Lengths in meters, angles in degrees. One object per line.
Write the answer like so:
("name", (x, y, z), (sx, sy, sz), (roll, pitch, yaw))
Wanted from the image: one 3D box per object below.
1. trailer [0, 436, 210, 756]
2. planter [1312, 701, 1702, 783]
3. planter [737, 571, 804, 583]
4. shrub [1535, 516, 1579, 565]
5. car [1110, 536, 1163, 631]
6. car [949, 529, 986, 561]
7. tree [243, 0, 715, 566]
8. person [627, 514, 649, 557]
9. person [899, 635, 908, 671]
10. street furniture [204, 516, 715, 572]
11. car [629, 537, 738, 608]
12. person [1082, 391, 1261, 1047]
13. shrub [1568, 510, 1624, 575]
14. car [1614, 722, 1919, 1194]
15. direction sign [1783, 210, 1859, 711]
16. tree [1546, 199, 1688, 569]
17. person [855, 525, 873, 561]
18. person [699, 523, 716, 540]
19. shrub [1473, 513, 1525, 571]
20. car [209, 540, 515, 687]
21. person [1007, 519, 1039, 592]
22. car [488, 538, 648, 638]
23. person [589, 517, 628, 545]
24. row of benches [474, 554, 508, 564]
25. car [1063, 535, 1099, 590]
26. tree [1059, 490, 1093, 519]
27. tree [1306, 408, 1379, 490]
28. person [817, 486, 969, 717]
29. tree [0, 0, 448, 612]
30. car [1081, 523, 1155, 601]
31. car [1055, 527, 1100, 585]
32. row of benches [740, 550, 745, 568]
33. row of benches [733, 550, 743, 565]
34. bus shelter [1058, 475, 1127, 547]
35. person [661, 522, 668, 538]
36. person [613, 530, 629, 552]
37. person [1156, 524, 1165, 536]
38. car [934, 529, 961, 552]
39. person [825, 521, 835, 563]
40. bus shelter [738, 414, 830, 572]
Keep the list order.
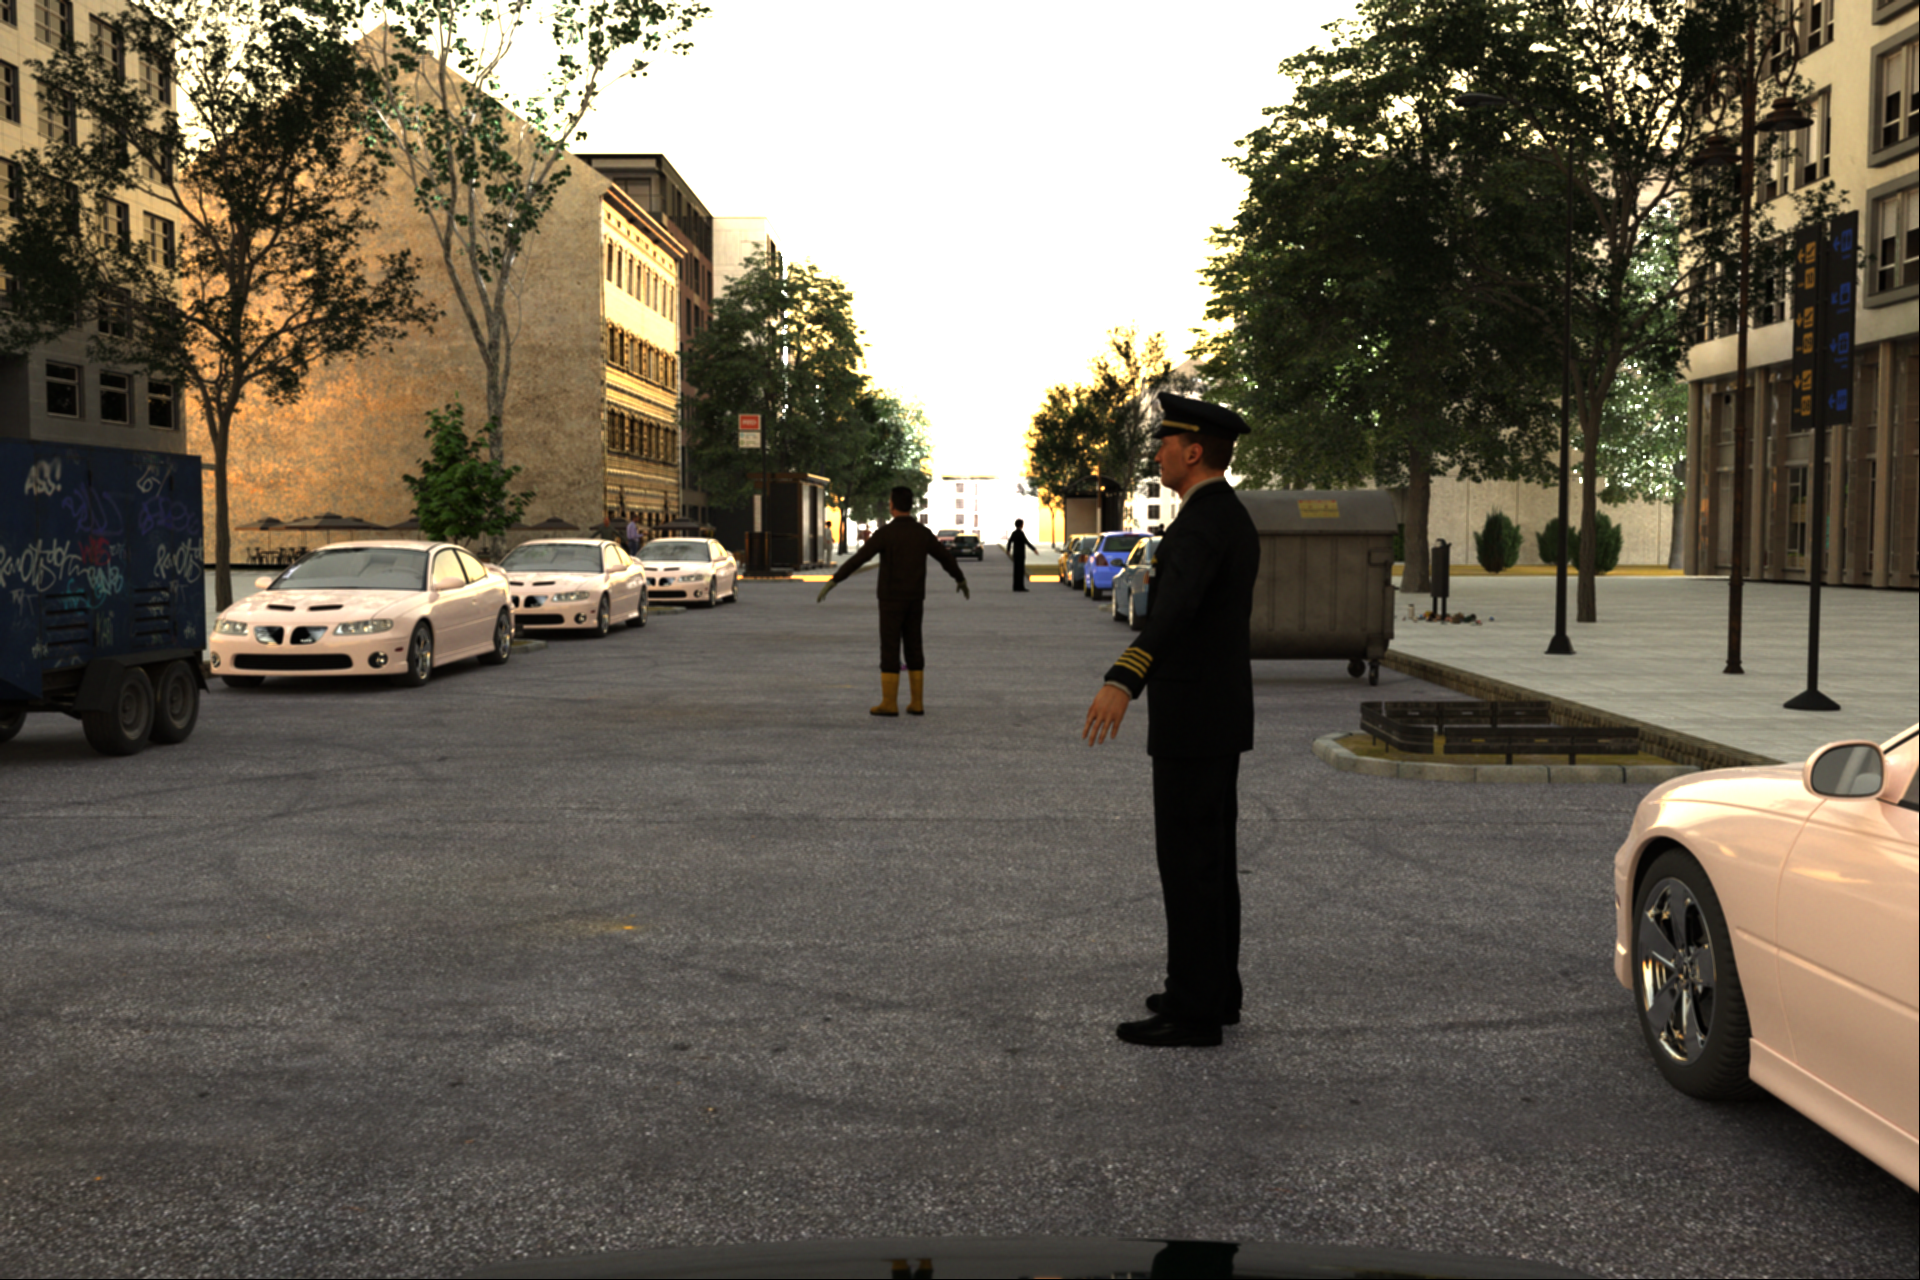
("trailer", (-6.060, -0.229, 10.789), (1.471, 1.999, 3.904), (0, 4, 1))
("planter", (3.297, 0.622, 10.963), (1.991, 0.319, 1.994), (0, 4, 1))
("planter", (-5.743, -1.894, 52.109), (1.991, 0.319, 1.994), (0, 4, 1))
("shrub", (24.586, -4.113, 71.286), (1.661, 2.075, 1.752), (0, 3, 0))
("car", (3.396, -0.919, 27.024), (2.014, 1.417, 4.499), (0, 4, 0))
("car", (0.379, -5.139, 93.807), (2.009, 1.686, 4.222), (0, 4, 1))
("tree", (-12.886, -11.385, 42.033), (12.611, 20.169, 13.585), (0, 3, 0))
("person", (-9.050, -2.616, 48.684), (0.599, 1.838, 0.709), (-1, 4, -21))
("person", (-0.596, -0.401, 18.288), (0.599, 1.433, 0.991), (0, 4, -3))
("street furniture", (-23.391, -3.548, 63.034), (27.439, 1.986, 14.083), (0, 4, 4))
("car", (-5.653, -1.386, 35.019), (2.083, 1.381, 4.827), (0, 4, 1))
("person", (0.655, 0.210, 4.965), (0.705, 1.837, 1.347), (1, 4, 21))
("shrub", (19.789, -3.049, 53.896), (1.661, 2.075, 1.752), (0, 3, 0))
("car", (2.753, 0.574, 2.981), (2.083, 1.381, 4.827), (0, 3, 0))
("direction sign", (6.266, -1.262, 12.634), (0.379, 3.537, 0.876), (0, 4, 1))
("tree", (26.360, -9.590, 63.447), (9.857, 13.997, 8.962), (0, 3, 0))
("person", (-4.379, -4.607, 82.128), (1.217, 1.733, 0.721), (-1, 4, -10))
("person", (-13.205, -5.194, 90.683), (0.705, 1.858, 1.354), (3, 4, 37))
("shrub", (18.794, -3.449, 60.426), (1.661, 2.075, 1.752), (0, 3, 0))
("car", (-5.940, -0.328, 17.721), (2.083, 1.381, 4.827), (0, 4, 1))
("person", (1.505, -2.118, 43.278), (0.705, 1.806, 1.347), (-2, 4, -31))
("car", (-5.806, -0.797, 25.401), (2.083, 1.381, 4.827), (0, 4, 1))
("person", (-10.824, -2.865, 53.113), (1.348, 1.796, 0.705), (-1, 4, -10))
("row of benches", (-15.246, -2.382, 54.405), (4.104, 0.672, 1.422), (0, 4, 3))
("car", (3.774, -2.080, 46.014), (2.014, 1.417, 4.499), (0, 4, 0))
("tree", (17.710, -19.245, 249.065), (7.601, 10.594, 8.767), (0, 4, 5))
("tree", (13.713, -7.115, 66.696), (4.360, 8.622, 3.978), (0, 3, 0))
("person", (-0.478, -0.313, 13.705), (1.346, 1.812, 0.704), (-2, 4, -30))
("tree", (-12.244, -5.720, 27.939), (8.767, 10.594, 7.601), (1, 4, 13))
("car", (3.681, -1.773, 38.586), (1.945, 1.707, 3.694), (0, 4, 0))
("car", (3.783, -2.454, 50.348), (2.015, 1.641, 3.980), (0, 4, 0))
("row of benches", (-8.170, -3.138, 66.768), (1.422, 0.672, 4.104), (0, 4, -7))
("row of benches", (-7.505, -3.434, 71.604), (4.104, 0.672, 1.422), (2, 4, 27))
("bus shelter", (4.654, -4.146, 61.711), (2.014, 3.302, 5.546), (0, 4, 0))
("person", (-12.290, -4.015, 71.863), (0.704, 1.802, 1.346), (0, 4, -1))
("person", (-13.929, -4.031, 72.031), (1.348, 1.813, 0.705), (-3, 5, -42))
("person", (9.037, -4.289, 76.852), (0.721, 1.740, 1.216), (-2, 4, -25))
("car", (-0.746, -6.781, 119.547), (2.281, 1.827, 5.304), (0, 4, 1))
("person", (-5.111, -3.778, 67.950), (0.705, 1.806, 1.347), (0, 4, 6))
("bus shelter", (-6.168, -5.066, 60.453), (2.179, 5.291, 8.768), (0, 4, 3))
